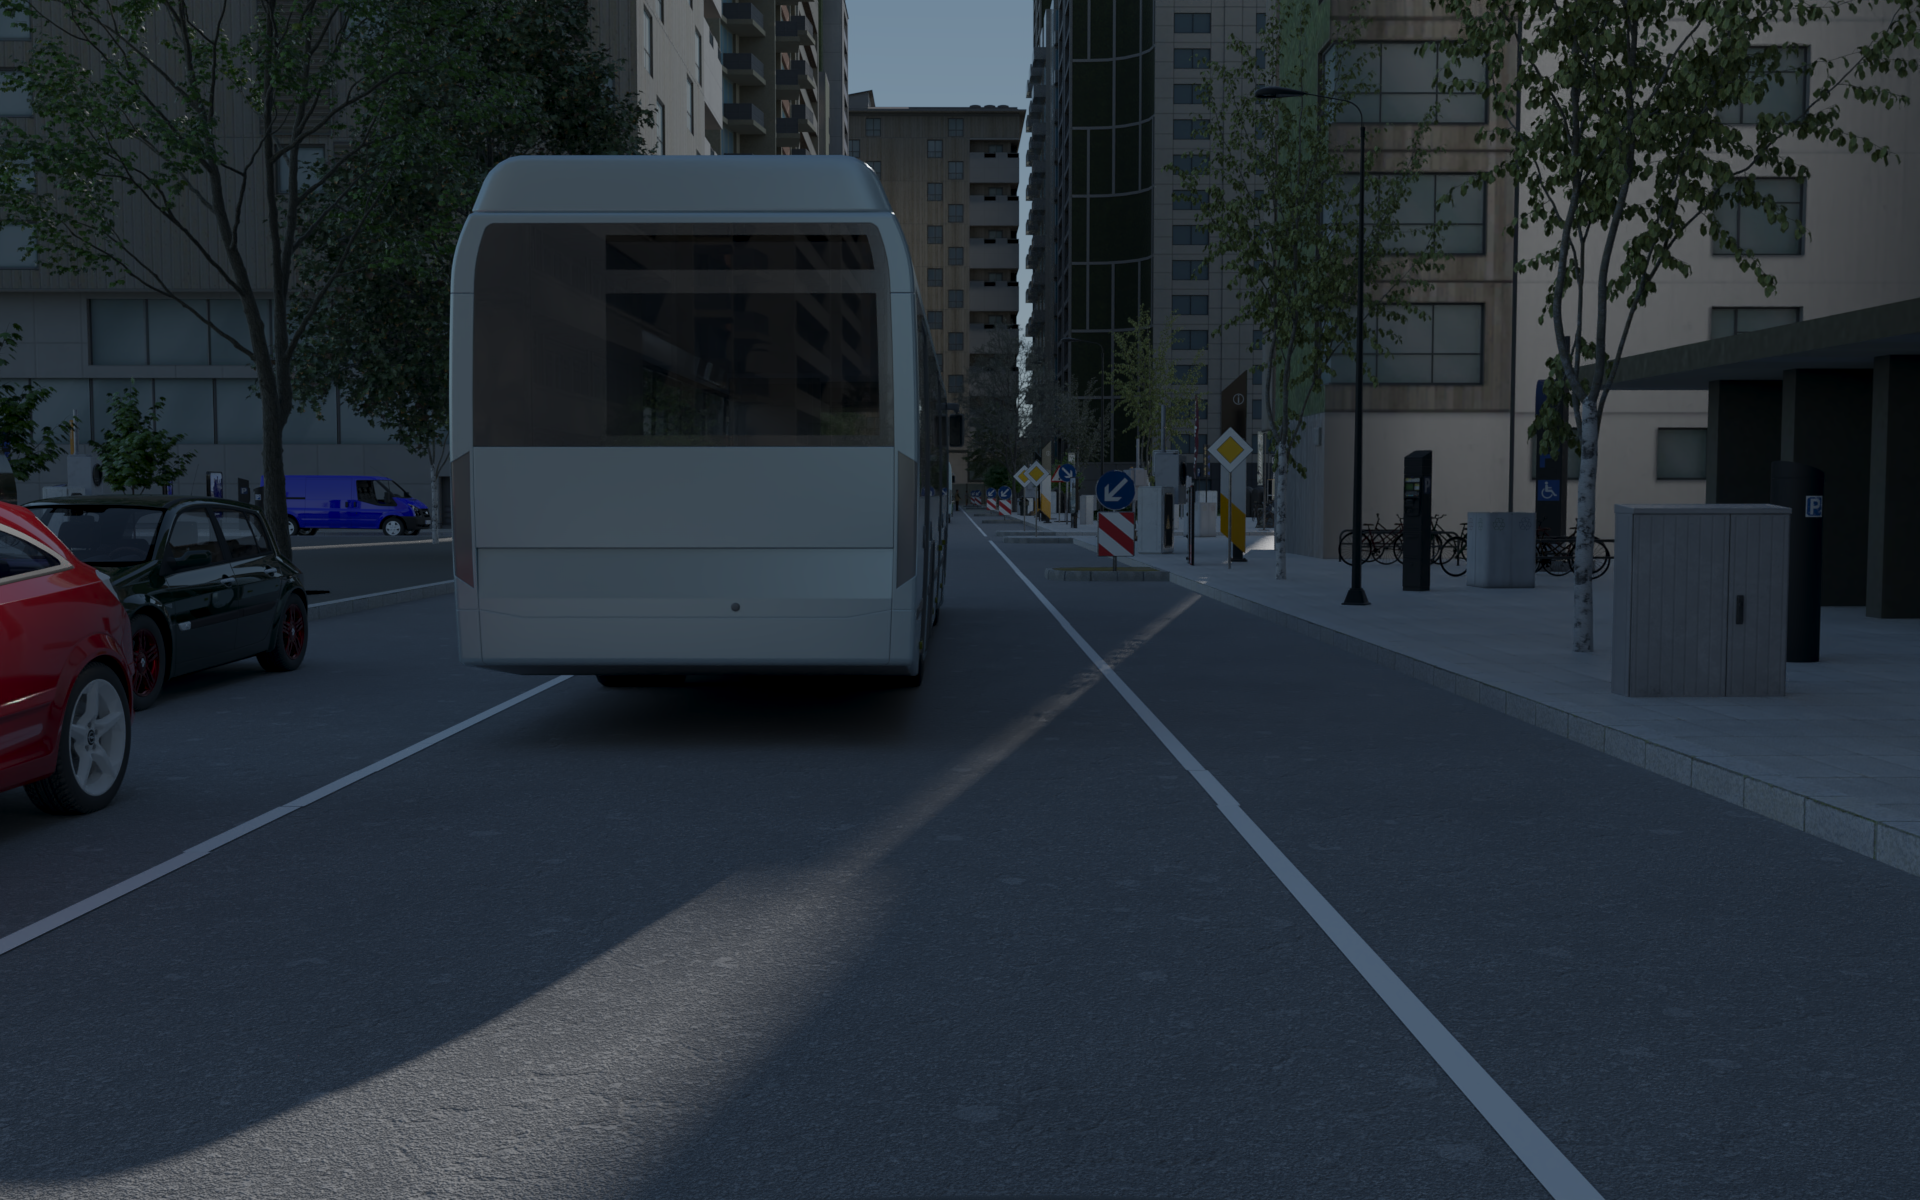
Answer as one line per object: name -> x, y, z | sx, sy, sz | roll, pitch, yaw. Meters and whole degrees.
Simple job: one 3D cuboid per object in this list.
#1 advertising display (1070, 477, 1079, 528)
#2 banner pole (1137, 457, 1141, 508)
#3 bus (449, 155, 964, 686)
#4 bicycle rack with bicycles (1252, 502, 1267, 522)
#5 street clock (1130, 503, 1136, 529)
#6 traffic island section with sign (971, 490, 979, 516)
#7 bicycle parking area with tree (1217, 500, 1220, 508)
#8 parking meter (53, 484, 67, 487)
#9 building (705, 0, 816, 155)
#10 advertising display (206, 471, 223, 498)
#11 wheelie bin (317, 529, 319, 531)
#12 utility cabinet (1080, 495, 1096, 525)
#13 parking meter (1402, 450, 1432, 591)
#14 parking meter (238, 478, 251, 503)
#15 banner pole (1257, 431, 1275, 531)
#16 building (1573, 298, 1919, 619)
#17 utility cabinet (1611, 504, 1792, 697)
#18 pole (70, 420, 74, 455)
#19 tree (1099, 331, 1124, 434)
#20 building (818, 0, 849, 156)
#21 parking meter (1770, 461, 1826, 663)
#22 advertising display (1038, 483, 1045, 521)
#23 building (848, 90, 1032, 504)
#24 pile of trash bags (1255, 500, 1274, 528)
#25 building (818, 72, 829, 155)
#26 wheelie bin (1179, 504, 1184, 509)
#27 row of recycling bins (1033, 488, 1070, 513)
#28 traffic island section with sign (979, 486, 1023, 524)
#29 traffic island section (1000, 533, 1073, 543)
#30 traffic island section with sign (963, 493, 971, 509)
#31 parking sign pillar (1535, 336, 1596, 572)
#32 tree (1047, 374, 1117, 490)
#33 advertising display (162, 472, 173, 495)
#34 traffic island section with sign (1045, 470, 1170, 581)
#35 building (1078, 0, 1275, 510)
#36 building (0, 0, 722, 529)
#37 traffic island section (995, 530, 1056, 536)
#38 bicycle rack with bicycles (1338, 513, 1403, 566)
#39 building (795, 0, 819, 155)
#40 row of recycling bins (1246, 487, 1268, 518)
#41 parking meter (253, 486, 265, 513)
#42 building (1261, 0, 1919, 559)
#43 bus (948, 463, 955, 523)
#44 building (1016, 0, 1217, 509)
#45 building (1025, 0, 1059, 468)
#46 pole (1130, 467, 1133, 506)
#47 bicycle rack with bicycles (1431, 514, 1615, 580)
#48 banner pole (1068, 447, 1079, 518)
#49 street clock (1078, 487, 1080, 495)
advertising display -> 4.280, -3.656, 64.993 | 0.123, 1.923, 0.974 | -1, 4, -9
banner pole -> 10.684, -6.948, 103.624 | 0.401, 3.779, 0.863 | -1, 4, -11
bus -> -1.462, -1.296, 16.052 | 2.948, 3.499, 13.247 | 0, 4, 0
bicycle rack with bicycles -> 13.560, -4.153, 81.289 | 2.852, 0.926, 2.925 | 2, 4, 28
street clock -> 6.377, -3.629, 63.897 | 0.358, 2.002, 0.471 | -2, 4, -27
traffic island section with sign -> 1.893, -6.314, 111.857 | 1.989, 1.847, 2.006 | 0, 4, 0
bicycle parking area with tree -> 20.810, -7.771, 114.058 | 8.231, 4.147, 9.016 | 2, 4, 23
parking meter -> -22.255, -2.103, 42.793 | 0.372, 1.533, 0.369 | 0, 3, 0
building -> -21.190, -28.149, 114.863 | 22.147, 44.769, 28.867 | 0, 4, 0
advertising display -> -21.291, -2.709, 49.501 | 0.123, 1.923, 0.974 | 0, 4, -4
wheelie bin -> -22.697, -3.204, 60.300 | 0.980, 1.594, 0.693 | -1, 4, -8
utility cabinet -> 5.339, -3.790, 73.127 | 0.306, 1.237, 1.020 | 1, 4, 22
parking meter -> 6.052, -1.053, 22.926 | 0.255, 1.863, 0.399 | 3, 4, 38
parking meter -> -25.404, -3.412, 61.489 | 0.399, 1.863, 0.255 | -2, 4, -26
banner pole -> 10.595, -4.328, 60.776 | 0.401, 3.779, 0.863 | 2, 4, 33
building -> 19.152, -21.625, 8.193 | 22.147, 44.769, 28.867 | 0, 4, 0
utility cabinet -> 4.721, 0.007, 11.042 | 1.020, 1.237, 0.306 | 0, 4, -3
pole -> -24.403, -3.298, 47.772 | 0.158, 3.312, 0.155 | 0, 3, 0
tree -> 7.578, -7.188, 67.887 | 4.737, 8.622, 4.395 | 0, 3, 0
building -> -26.895, -40.055, 196.904 | 28.212, 58.520, 21.231 | 0, 4, 0
parking meter -> 6.418, -0.299, 13.308 | 0.372, 1.533, 0.369 | 0, 3, 0
advertising display -> 3.938, -4.663, 81.453 | 0.123, 1.923, 0.974 | 2, 4, 29
building -> -3.265, -39.475, 234.657 | 27.495, 52.752, 28.713 | 0, 4, 0
pile of trash bags -> 12.689, -3.457, 66.280 | 1.912, 1.369, 3.447 | 2, 4, 32
building -> -19.692, -29.312, 162.852 | 14.154, 41.232, 14.086 | 0, 4, 0
wheelie bin -> 13.906, -6.219, 109.593 | 0.693, 1.594, 0.980 | 2, 4, 28
row of recycling bins -> 6.352, -6.669, 116.145 | 3.534, 1.692, 1.069 | 2, 4, 35
traffic island section with sign -> 2.070, -4.665, 84.903 | 1.989, 1.847, 2.006 | 0, 4, 0
traffic island section -> 2.298, -1.803, 51.756 | 2.009, 0.180, 2.903 | 0, 4, 0
traffic island section with sign -> 1.553, -9.350, 161.493 | 1.989, 1.847, 2.006 | 0, 4, 0
parking sign pillar -> 9.953, -2.485, 29.099 | 1.447, 3.967, 1.447 | 1, 4, 23
tree -> 7.448, -9.578, 106.968 | 4.360, 8.622, 3.978 | 0, 3, 0
advertising display -> -20.036, -2.361, 43.822 | 0.123, 1.923, 0.974 | -1, 4, -17
traffic island section with sign -> 2.458, -1.269, 29.368 | 1.989, 1.847, 2.006 | 0, 4, 0
building -> 16.818, -43.185, 144.321 | 20.563, 71.187, 20.611 | 0, 4, 0
building -> -25.062, -29.671, 74.358 | 28.713, 52.752, 27.495 | 0, 4, 0
traffic island section -> 2.243, -2.291, 59.741 | 2.009, 0.180, 2.903 | 0, 4, 0
bicycle rack with bicycles -> 8.204, -1.121, 31.706 | 2.925, 0.926, 2.852 | 0, 4, 2
building -> -23.201, -31.871, 144.795 | 21.300, 48.544, 21.600 | 0, 4, 0
row of recycling bins -> 16.714, -5.337, 94.370 | 1.069, 1.692, 3.534 | -3, 5, -41
parking meter -> -21.069, -2.676, 52.162 | 0.372, 1.533, 0.369 | 0, 3, 0
building -> 14.123, -21.783, 39.754 | 14.154, 41.232, 14.086 | 0, 4, 0
bus -> -1.701, -5.702, 88.082 | 2.948, 3.499, 13.247 | 0, 4, 0
building -> 16.702, -46.328, 195.717 | 20.563, 71.187, 20.611 | 0, 4, 0
building -> 17.908, -33.719, 170.915 | 23.786, 49.044, 30.456 | 0, 4, 0
pole -> 12.907, -8.360, 130.529 | 0.158, 3.312, 0.155 | 0, 3, 0
bicycle rack with bicycles -> 8.842, -0.808, 26.592 | 2.925, 0.926, 2.852 | 0, 4, 2
banner pole -> 6.041, -6.226, 91.806 | 0.863, 3.779, 0.401 | -2, 4, -34
street clock -> 7.477, -6.501, 110.855 | 0.471, 2.002, 0.358 | 0, 4, -3
